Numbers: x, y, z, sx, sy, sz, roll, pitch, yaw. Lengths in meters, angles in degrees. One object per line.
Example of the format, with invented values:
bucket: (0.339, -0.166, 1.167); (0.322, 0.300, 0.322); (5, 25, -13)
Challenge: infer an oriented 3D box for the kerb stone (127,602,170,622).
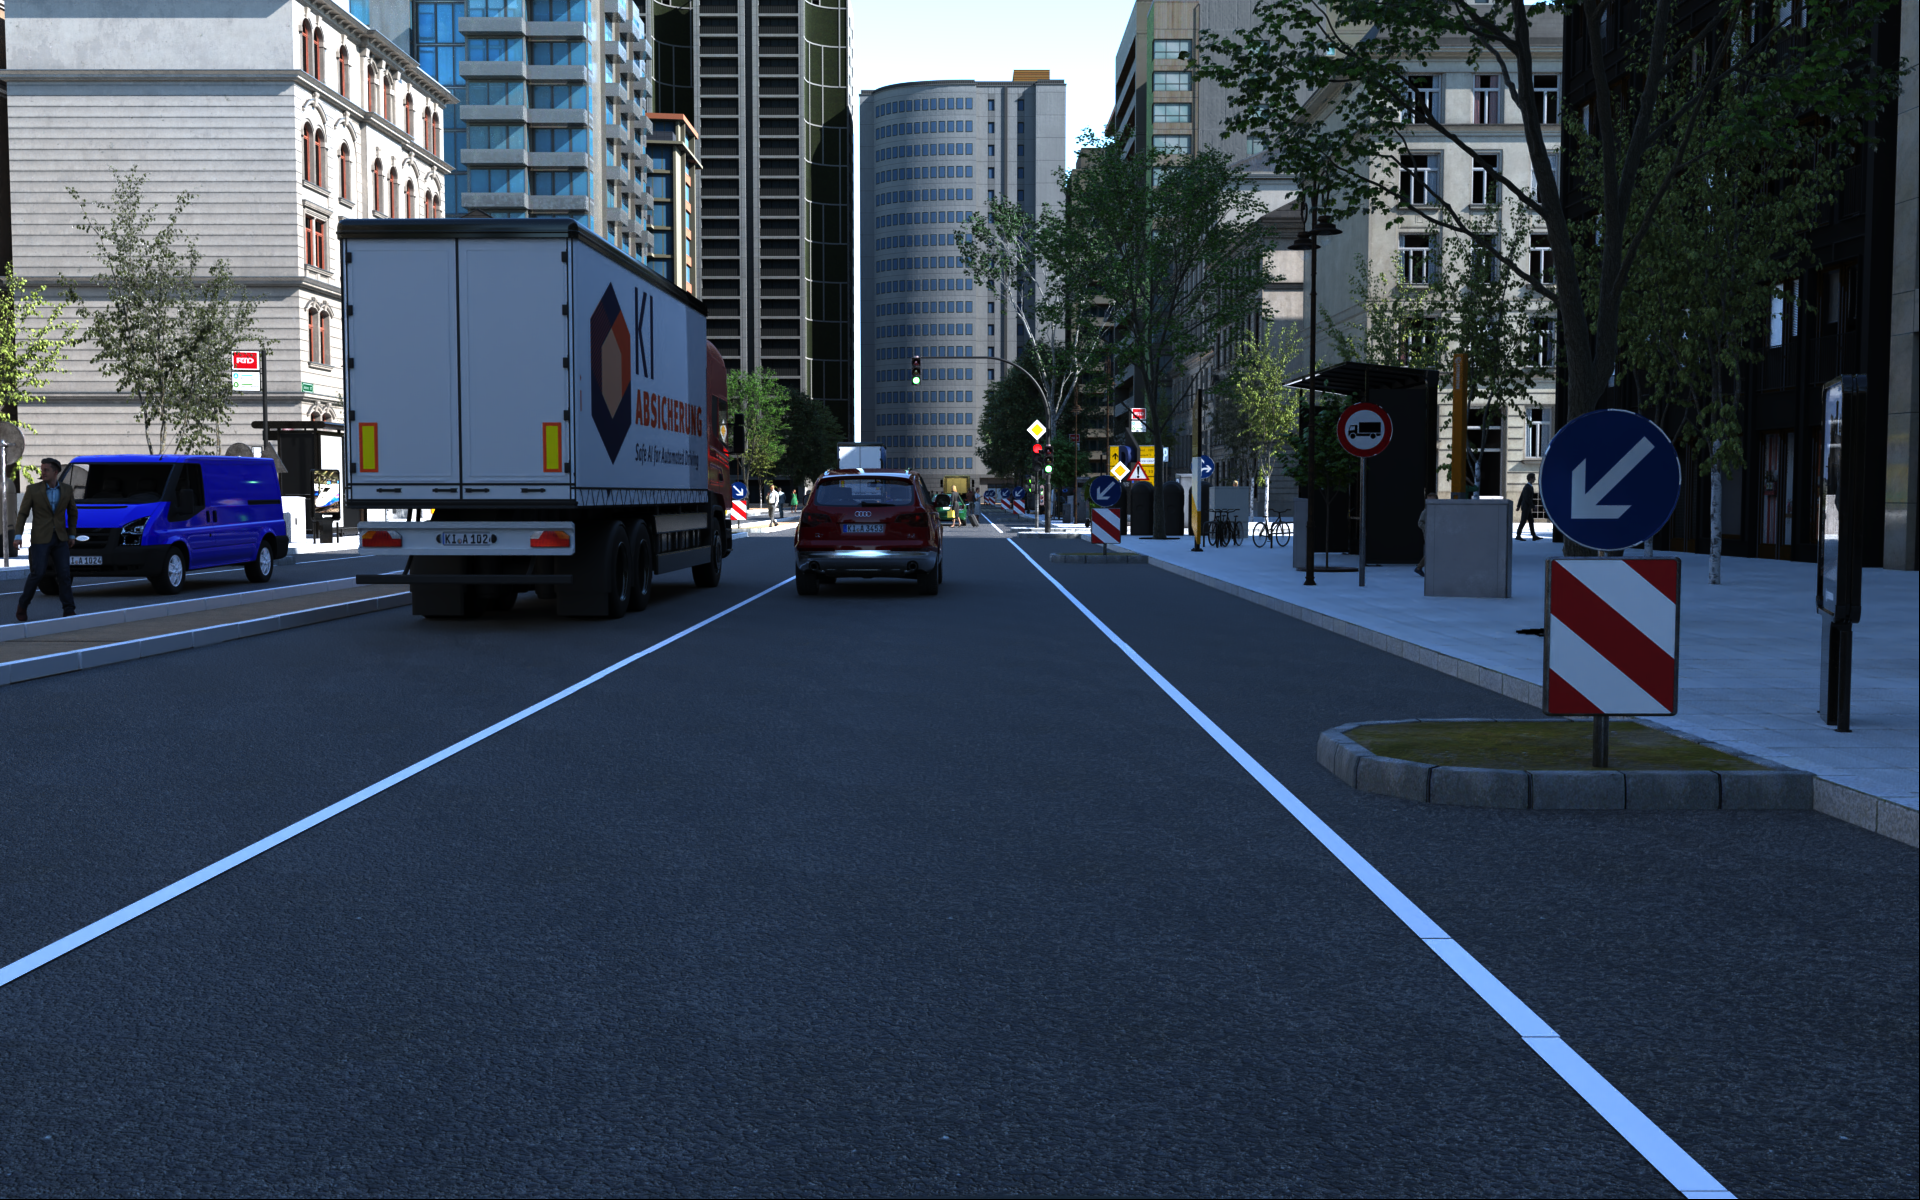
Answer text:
kerb stone: (-9.311, 0.152, 19.703); (0.120, 0.150, 1.000); (0, 3, 0)

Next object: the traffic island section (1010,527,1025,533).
traffic island section: (2.921, -2.634, 65.345); (2.009, 0.180, 2.903); (0, 3, 0)

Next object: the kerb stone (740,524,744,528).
kerb stone: (-9.288, -3.079, 72.541); (0.120, 0.150, 1.000); (0, 3, 0)

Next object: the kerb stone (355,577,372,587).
kerb stone: (-9.309, -0.286, 26.870); (0.120, 0.150, 1.000); (0, 3, 0)

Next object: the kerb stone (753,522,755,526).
kerb stone: (-9.293, -3.330, 76.637); (0.120, 0.150, 1.000); (0, 3, 0)

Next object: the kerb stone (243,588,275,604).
kerb stone: (-9.304, -0.036, 22.782); (0.120, 0.150, 1.000); (0, 3, 0)

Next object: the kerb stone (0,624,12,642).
kerb stone: (-9.309, 0.341, 16.623); (0.120, 0.150, 1.000); (0, 3, 0)

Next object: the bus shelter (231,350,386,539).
bus shelter: (-19.225, -4.492, 51.069); (2.179, 5.291, 8.768); (0, 3, 0)

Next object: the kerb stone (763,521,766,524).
kerb stone: (-9.289, -3.578, 80.741); (0.120, 0.150, 1.000); (0, 3, 0)

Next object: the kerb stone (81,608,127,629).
kerb stone: (-9.313, 0.217, 18.674); (0.120, 0.150, 1.000); (0, 3, 0)

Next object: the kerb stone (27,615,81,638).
kerb stone: (-9.302, 0.283, 17.651); (0.120, 0.150, 1.000); (0, 3, 0)

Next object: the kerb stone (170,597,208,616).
kerb stone: (-9.308, 0.090, 20.727); (0.120, 0.150, 1.000); (0, 3, 0)

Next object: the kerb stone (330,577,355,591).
kerb stone: (-9.305, -0.223, 25.848); (0.120, 0.150, 1.000); (0, 3, 0)

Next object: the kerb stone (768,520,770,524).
kerb stone: (-9.283, -3.703, 82.786); (0.120, 0.150, 1.000); (0, 3, 0)

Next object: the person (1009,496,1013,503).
person: (5.003, -9.250, 158.067); (1.217, 1.735, 0.721); (-2, 4, -29)

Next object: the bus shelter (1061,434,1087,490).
bus shelter: (6.906, -8.272, 112.871); (2.179, 5.291, 8.768); (0, 3, 0)

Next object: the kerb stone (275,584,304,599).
kerb stone: (-9.308, -0.098, 23.804); (0.120, 0.150, 1.000); (0, 3, 0)

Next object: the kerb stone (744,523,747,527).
kerb stone: (-9.291, -3.142, 73.567); (0.120, 0.150, 1.000); (0, 3, 0)

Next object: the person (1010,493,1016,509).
person: (4.665, -8.996, 153.580); (0.568, 1.767, 0.683); (3, 4, 37)

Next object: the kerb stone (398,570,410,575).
kerb stone: (-9.311, -0.411, 28.921); (0.120, 0.150, 1.000); (0, 3, 0)

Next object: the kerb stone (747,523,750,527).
kerb stone: (-9.293, -3.201, 74.590); (0.120, 0.150, 1.000); (0, 3, 0)

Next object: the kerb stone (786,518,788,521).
kerb stone: (-9.281, -4.207, 90.984); (0.120, 0.150, 1.000); (0, 3, 0)

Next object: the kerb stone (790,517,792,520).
kerb stone: (-9.278, -4.332, 93.028); (0.120, 0.150, 1.000); (0, 3, 0)

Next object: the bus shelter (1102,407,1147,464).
bus shelter: (7.604, -6.145, 78.105); (2.179, 5.291, 8.768); (0, 4, 0)

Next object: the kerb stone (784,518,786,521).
kerb stone: (-9.296, -4.144, 89.957); (0.120, 0.150, 1.000); (0, 3, 0)

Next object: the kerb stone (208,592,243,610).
kerb stone: (-9.304, 0.027, 21.748); (0.120, 0.150, 1.000); (0, 3, 0)

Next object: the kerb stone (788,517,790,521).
kerb stone: (-9.279, -4.267, 92.006); (0.120, 0.150, 1.000); (0, 3, 0)

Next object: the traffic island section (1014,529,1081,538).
traffic island section: (2.918, -2.145, 57.359); (2.009, 0.180, 2.903); (0, 3, 0)

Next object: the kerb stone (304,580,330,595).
kerb stone: (-9.312, -0.161, 24.826); (0.120, 0.150, 1.000); (0, 3, 0)

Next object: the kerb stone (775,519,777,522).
kerb stone: (-9.289, -3.891, 85.853); (0.120, 0.150, 1.000); (0, 3, 0)

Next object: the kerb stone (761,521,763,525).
kerb stone: (-9.283, -3.518, 79.716); (0.120, 0.150, 1.000); (0, 3, 0)

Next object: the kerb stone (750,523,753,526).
kerb stone: (-9.290, -3.264, 75.612); (0.120, 0.150, 1.000); (0, 3, 0)

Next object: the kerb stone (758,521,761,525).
kerb stone: (-9.287, -3.456, 78.694); (0.120, 0.150, 1.000); (0, 3, 0)

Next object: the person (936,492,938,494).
person: (-2.826, -12.128, 207.500); (0.721, 1.735, 1.217); (2, 4, 35)

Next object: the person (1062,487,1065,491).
person: (5.981, -5.786, 100.833); (0.721, 1.800, 0.419); (0, 4, 8)

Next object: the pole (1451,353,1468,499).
pole: (7.278, -1.922, 25.272); (0.158, 3.312, 0.155); (0, 3, 0)

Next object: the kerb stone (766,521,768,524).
kerb stone: (-9.285, -3.643, 81.763); (0.120, 0.150, 1.000); (0, 3, 0)

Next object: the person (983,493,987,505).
person: (3.159, -12.135, 206.769); (0.709, 1.838, 0.599); (2, 4, 33)

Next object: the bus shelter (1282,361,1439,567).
bus shelter: (7.677, -2.596, 33.721); (1.731, 3.624, 6.357); (0, 3, 0)

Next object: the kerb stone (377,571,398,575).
kerb stone: (-9.312, -0.338, 27.894); (0.120, 0.150, 1.000); (0, 3, 0)

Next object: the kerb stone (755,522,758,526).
kerb stone: (-9.286, -3.392, 77.660); (0.120, 0.150, 1.000); (0, 3, 0)

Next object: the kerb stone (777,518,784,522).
kerb stone: (-9.290, -4.082, 88.932); (0.120, 0.150, 1.000); (0, 3, 0)

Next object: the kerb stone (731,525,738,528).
kerb stone: (-9.292, -3.016, 71.509); (0.120, 0.150, 1.000); (0, 3, 0)

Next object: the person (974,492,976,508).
person: (1.644, -10.660, 183.525); (0.721, 1.736, 1.217); (1, 4, 22)

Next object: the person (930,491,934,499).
person: (-3.108, -11.128, 190.444); (0.705, 1.823, 1.348); (-2, 4, -25)
